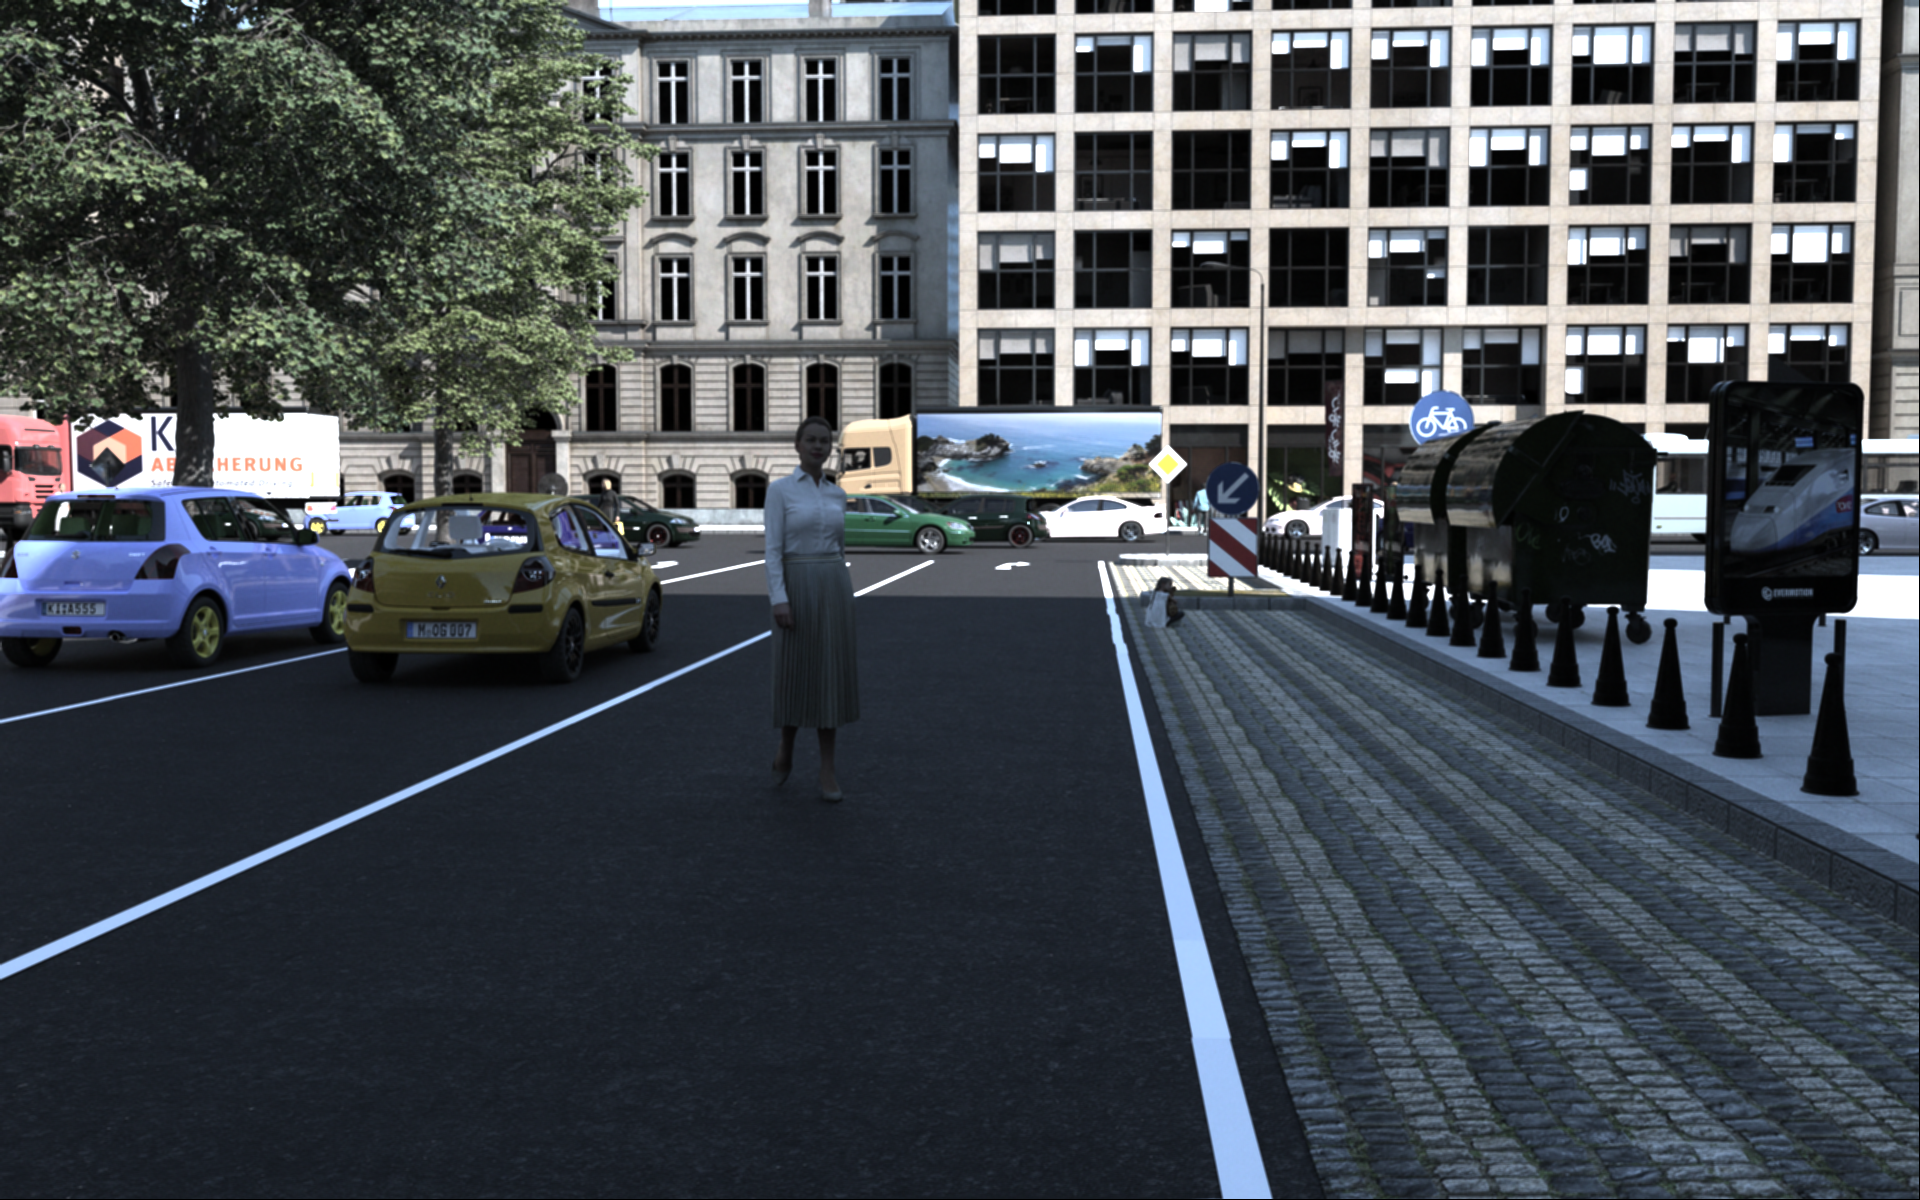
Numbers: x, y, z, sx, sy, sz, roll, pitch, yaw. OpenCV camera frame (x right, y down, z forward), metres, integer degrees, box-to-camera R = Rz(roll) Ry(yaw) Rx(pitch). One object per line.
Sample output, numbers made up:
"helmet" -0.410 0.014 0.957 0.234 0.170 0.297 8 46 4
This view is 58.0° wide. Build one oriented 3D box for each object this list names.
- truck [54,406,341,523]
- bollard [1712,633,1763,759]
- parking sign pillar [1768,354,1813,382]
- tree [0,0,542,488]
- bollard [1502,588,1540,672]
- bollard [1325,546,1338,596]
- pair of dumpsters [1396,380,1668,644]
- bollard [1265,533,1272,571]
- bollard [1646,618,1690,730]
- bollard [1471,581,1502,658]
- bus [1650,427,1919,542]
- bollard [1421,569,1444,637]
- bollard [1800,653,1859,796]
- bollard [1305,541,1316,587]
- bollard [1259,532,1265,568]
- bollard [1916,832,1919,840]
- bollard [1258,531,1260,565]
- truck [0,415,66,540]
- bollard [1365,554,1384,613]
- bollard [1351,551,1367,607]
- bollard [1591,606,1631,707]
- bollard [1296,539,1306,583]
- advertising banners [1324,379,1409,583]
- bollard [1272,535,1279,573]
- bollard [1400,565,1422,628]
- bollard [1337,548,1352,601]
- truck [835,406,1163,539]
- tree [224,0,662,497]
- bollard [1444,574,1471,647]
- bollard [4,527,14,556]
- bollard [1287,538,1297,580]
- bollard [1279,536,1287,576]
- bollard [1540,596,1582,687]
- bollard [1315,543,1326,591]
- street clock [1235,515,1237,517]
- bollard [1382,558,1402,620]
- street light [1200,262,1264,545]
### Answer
"truck" -26.325 -4.158 56.897 11.283 4.237 2.839 0 4 3
"bollard" 3.817 0.462 8.483 0.229 0.601 0.229 0 3 0
"parking sign pillar" 16.224 -2.740 33.279 1.447 3.967 1.447 0 4 6
"tree" -9.903 -6.908 22.065 9.857 13.997 8.962 0 3 0
"bollard" 4.116 0.210 12.605 0.229 0.601 0.229 0 3 0
"bollard" 4.785 -0.358 21.889 0.229 0.601 0.229 0 3 0
"pair of dumpsters" 5.424 -0.877 16.833 1.574 2.255 4.437 0 4 4
"bollard" 5.305 -0.799 29.098 0.229 0.601 0.229 0 3 0
"bollard" 3.893 0.400 9.507 0.229 0.601 0.229 0 3 0
"bollard" 4.191 0.147 13.635 0.229 0.601 0.229 0 3 0
"bus" 24.960 -3.381 50.143 13.247 3.499 2.948 0 4 2
"bollard" 4.337 0.022 15.687 0.229 0.601 0.229 0 3 0
"bollard" 3.745 0.526 7.440 0.229 0.601 0.229 0 3 0
"bollard" 4.934 -0.483 23.946 0.229 0.601 0.229 0 3 0
"bollard" 5.381 -0.861 30.122 0.229 0.601 0.229 0 3 0
"bollard" 3.671 0.590 6.397 0.229 0.601 0.229 0 3 0
"bollard" 5.454 -0.924 31.148 0.229 0.601 0.229 0 3 0
"truck" -33.084 -3.966 53.751 11.283 4.237 2.839 0 4 5
"bollard" 4.563 -0.168 18.785 0.229 0.601 0.229 0 3 0
"bollard" 4.636 -0.231 19.821 0.229 0.601 0.229 0 3 0
"bollard" 3.968 0.336 10.541 0.229 0.601 0.229 0 3 0
"bollard" 5.010 -0.547 24.981 0.229 0.601 0.229 0 3 0
"advertising banners" 6.033 -1.815 25.863 0.090 3.025 2.074 -1 4 -23
"bollard" 5.235 -0.736 28.069 0.229 0.601 0.229 0 3 0
"bollard" 4.413 -0.041 16.710 0.229 0.601 0.229 0 3 0
"bollard" 4.710 -0.295 20.858 0.229 0.601 0.229 0 3 0
"truck" 0.940 -4.144 56.674 11.283 4.237 2.839 0 4 6
"tree" -9.229 -6.743 30.837 7.486 12.596 7.792 0 3 0
"bollard" 4.260 0.084 14.663 0.229 0.601 0.229 0 3 0
"bollard" -19.791 -1.226 36.079 0.229 0.601 0.229 0 3 0
"bollard" 5.082 -0.610 26.015 0.229 0.601 0.229 0 3 0
"bollard" 5.154 -0.673 27.039 0.229 0.601 0.229 0 3 0
"bollard" 4.044 0.273 11.577 0.229 0.601 0.229 0 3 0
"bollard" 4.862 -0.421 22.917 0.229 0.601 0.229 0 3 0
"street clock" 10.335 -3.701 65.087 0.471 2.002 0.358 0 4 2
"bollard" 4.486 -0.104 17.749 0.229 0.601 0.229 0 3 0
"street light" 5.509 -3.809 34.816 1.470 5.913 1.316 0 4 4
